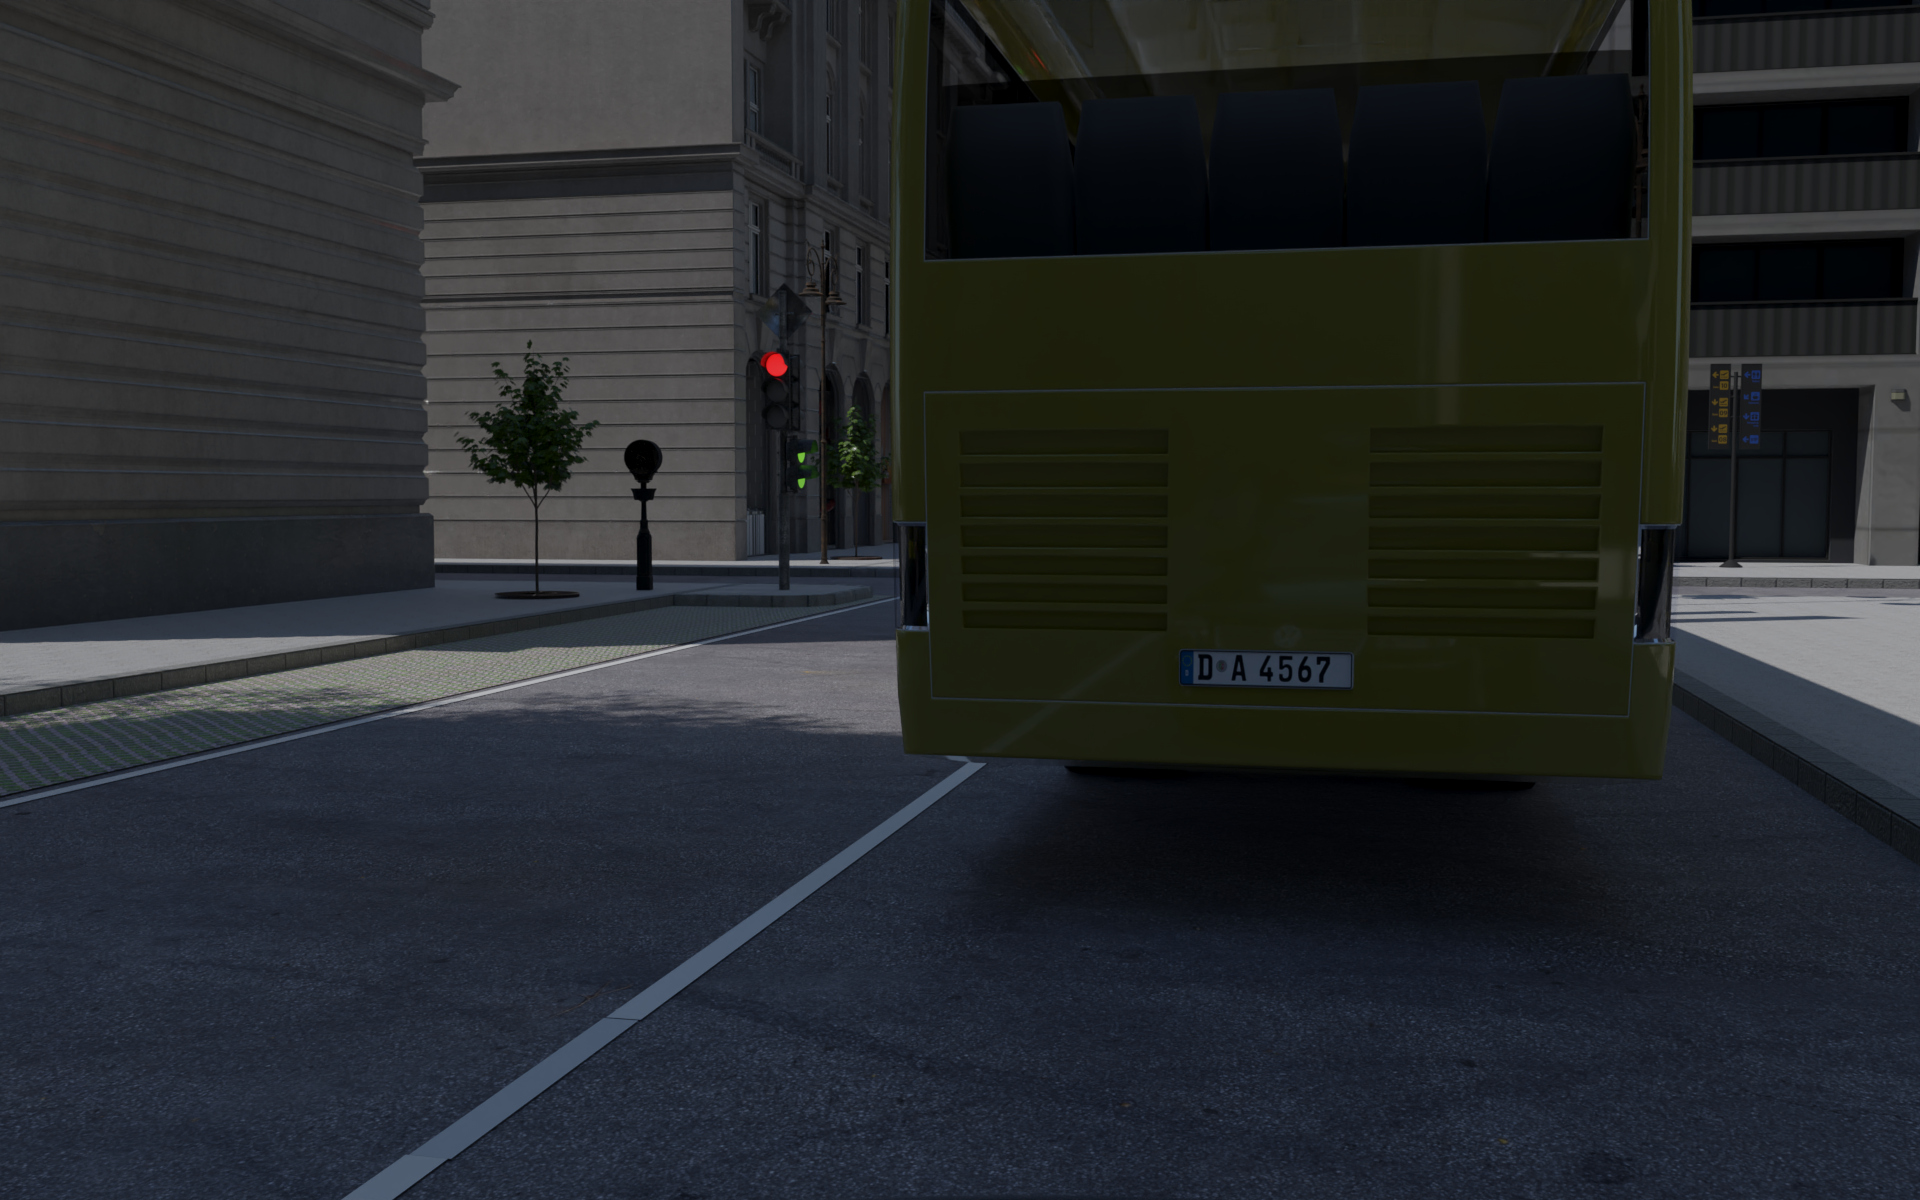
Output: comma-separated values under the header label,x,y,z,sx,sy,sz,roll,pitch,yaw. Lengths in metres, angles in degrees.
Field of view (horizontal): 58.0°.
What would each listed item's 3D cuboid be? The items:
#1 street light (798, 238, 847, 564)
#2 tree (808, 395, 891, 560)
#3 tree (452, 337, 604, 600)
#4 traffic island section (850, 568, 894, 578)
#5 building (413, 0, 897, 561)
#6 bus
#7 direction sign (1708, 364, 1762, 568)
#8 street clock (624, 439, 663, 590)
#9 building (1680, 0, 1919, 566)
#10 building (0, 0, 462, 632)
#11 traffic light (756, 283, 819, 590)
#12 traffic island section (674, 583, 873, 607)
label,x,y,z,sx,sy,sz,roll,pitch,yaw
street light,-2.487,-3.595,31.564,0.468,5.910,1.993,1,4,13
tree,-1.945,-2.411,34.016,1.663,3.219,1.824,0,3,0
tree,-5.307,-1.652,21.606,1.663,3.219,1.824,0,3,0
traffic island section,-0.618,-0.535,31.028,2.009,0.180,2.903,1,4,13
building,-7.461,-12.423,44.912,13.314,21.916,24.055,1,4,13
bus,2.316,-1.215,11.418,2.896,3.916,12.252,1,4,13
direction sign,13.467,-2.334,30.151,0.876,3.537,0.379,0,4,2
street clock,-4.217,-1.134,23.108,0.471,2.002,0.358,0,4,3
building,23.964,-36.652,37.512,20.611,71.187,20.563,1,4,13
building,-17.278,-11.717,20.449,19.941,23.489,11.050,1,4,13
traffic light,-2.338,-2.090,23.094,0.839,4.253,0.868,1,4,13
traffic island section,-2.375,-0.059,23.238,2.009,0.180,2.903,1,4,13
